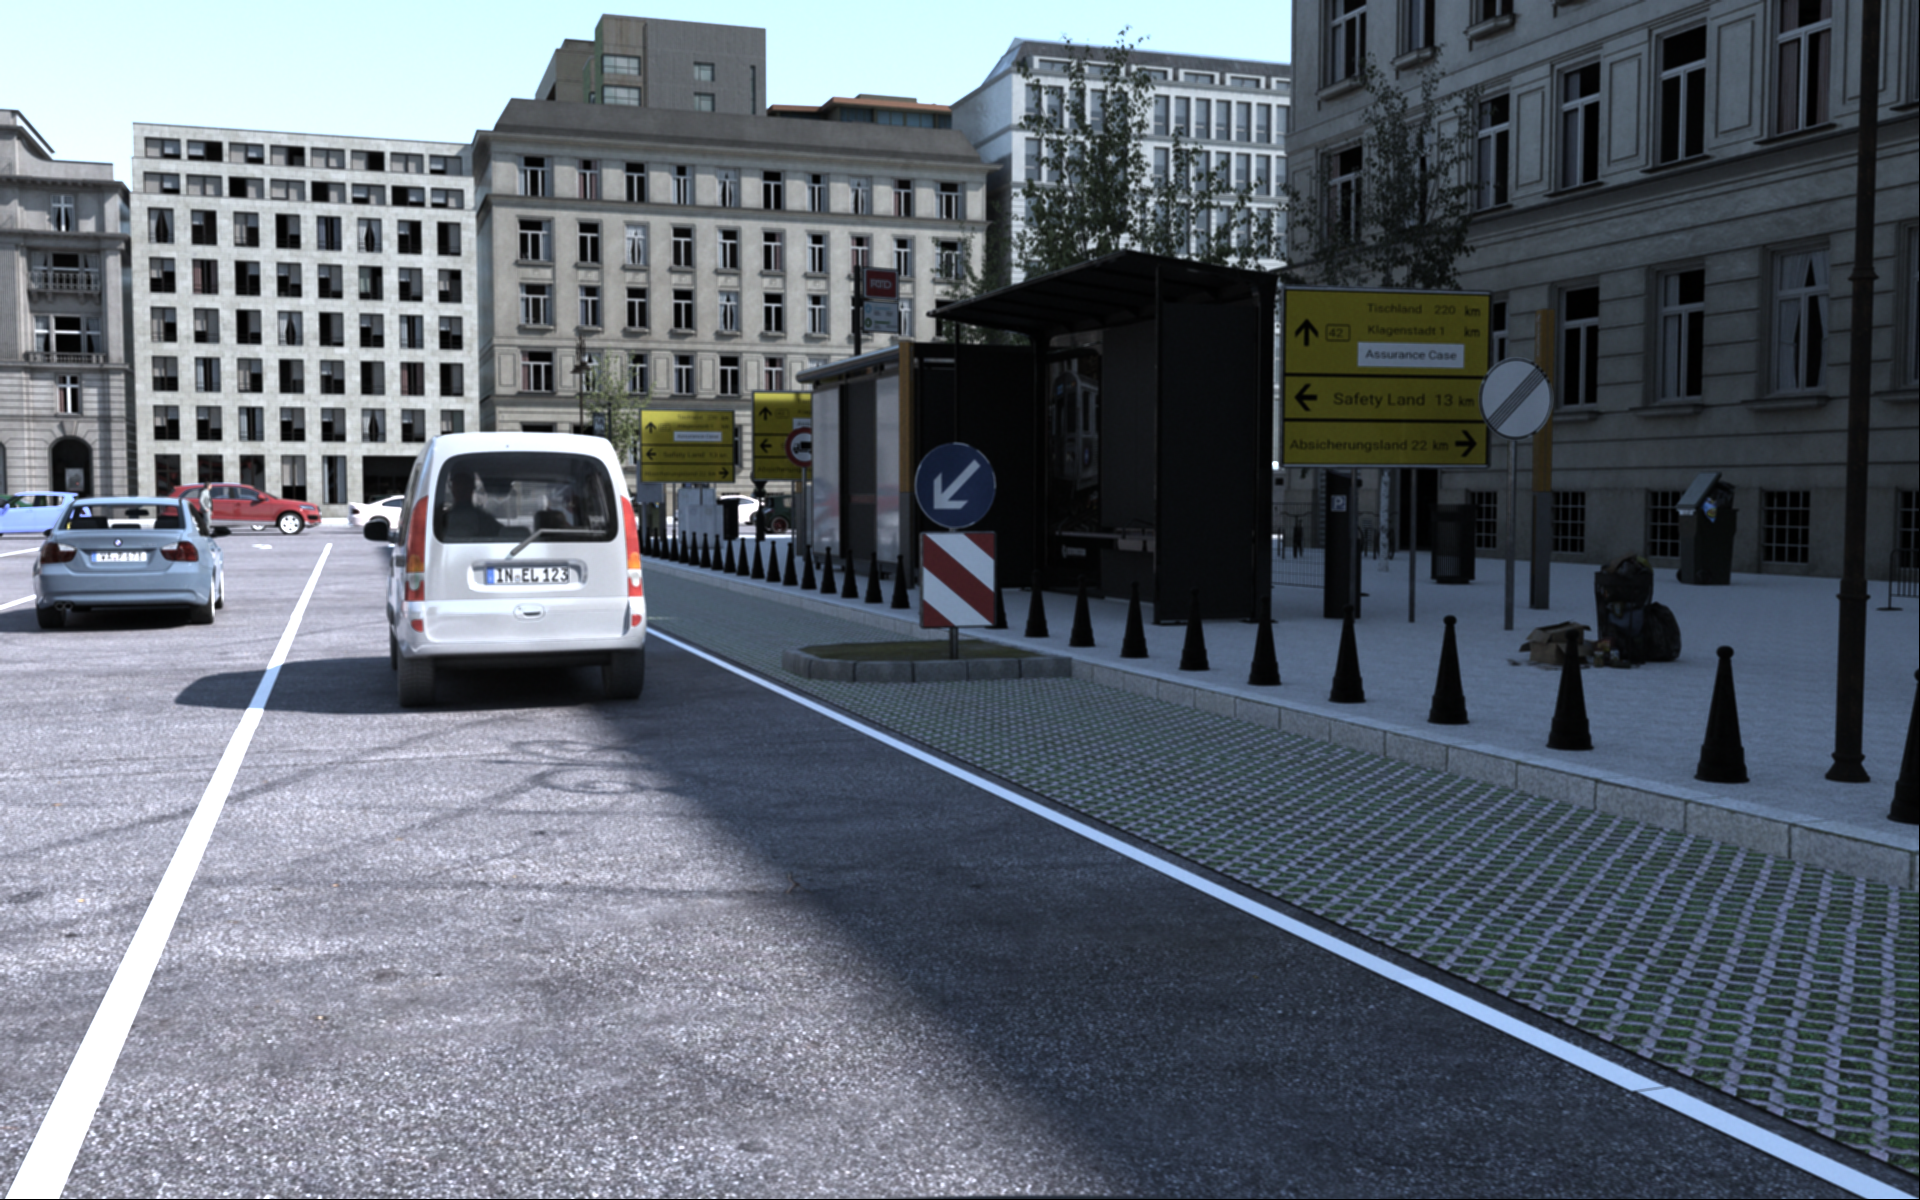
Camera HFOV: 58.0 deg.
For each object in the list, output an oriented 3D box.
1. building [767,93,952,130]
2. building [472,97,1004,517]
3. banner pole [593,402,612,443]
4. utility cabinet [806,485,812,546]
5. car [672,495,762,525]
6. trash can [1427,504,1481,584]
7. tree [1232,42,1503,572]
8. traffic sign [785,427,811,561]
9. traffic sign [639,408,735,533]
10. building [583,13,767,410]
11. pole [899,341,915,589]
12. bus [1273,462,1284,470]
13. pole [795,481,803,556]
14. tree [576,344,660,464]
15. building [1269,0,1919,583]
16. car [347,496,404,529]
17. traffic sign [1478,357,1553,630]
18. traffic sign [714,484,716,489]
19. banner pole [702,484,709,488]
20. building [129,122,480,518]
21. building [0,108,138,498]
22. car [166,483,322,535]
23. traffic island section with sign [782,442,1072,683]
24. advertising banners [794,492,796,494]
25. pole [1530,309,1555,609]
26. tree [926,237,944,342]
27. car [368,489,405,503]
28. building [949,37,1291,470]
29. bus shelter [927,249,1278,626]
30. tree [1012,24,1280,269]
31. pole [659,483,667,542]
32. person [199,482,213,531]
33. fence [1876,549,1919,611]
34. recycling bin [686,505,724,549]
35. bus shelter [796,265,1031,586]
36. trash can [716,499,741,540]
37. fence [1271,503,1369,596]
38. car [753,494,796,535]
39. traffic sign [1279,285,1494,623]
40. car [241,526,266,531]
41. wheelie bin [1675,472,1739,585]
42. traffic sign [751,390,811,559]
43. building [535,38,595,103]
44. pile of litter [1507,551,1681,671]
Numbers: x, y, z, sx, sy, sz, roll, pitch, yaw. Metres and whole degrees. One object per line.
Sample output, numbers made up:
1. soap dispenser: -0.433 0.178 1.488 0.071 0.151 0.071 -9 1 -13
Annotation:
1. building: -8.086 -32.952 193.394 28.867 44.769 22.147 -1 4 -19
2. building: -14.262 -16.646 105.453 30.059 22.955 16.112 -1 4 -19
3. banner pole: -9.618 -3.473 46.802 0.401 3.779 0.863 2 4 33
4. utility cabinet: -3.447 -2.067 42.473 1.173 1.500 0.318 2 4 26
5. car: -10.814 -4.120 79.722 4.827 1.381 2.083 -1 4 -19
6. trash can: 7.060 -0.803 24.784 0.748 1.137 0.748 0 3 0
7. tree: 6.938 -4.792 28.712 4.360 8.622 3.978 0 3 0
8. traffic sign: -2.959 -2.008 32.939 0.768 2.556 0.104 -1 4 -17
9. traffic sign: -6.498 -2.902 41.326 2.265 3.308 0.079 -1 4 -16
10. building: -25.248 -28.738 153.456 14.154 41.232 14.086 -1 4 -19
11. pole: -0.715 -1.801 23.295 0.158 3.312 0.155 0 3 0
12. bus: 9.751 -5.336 82.111 13.247 3.499 2.948 -1 4 -18
13. pole: -3.306 -2.574 35.931 0.158 3.312 0.155 0 3 0
14. tree: -17.127 -8.316 86.326 4.737 8.622 4.395 0 3 0
15. building: 19.386 -12.046 30.232 16.112 22.955 30.059 -1 4 -19
16. car: -20.227 -3.182 64.389 4.827 1.381 2.083 -1 4 -20
17. traffic sign: 5.179 -0.988 16.264 0.768 2.556 0.104 -1 4 -13
18. traffic sign: -7.169 -3.100 50.693 0.884 2.594 0.081 -1 4 -10
19. banner pole: -13.240 -6.042 88.809 0.863 3.779 0.401 0 4 6
20. building: -35.508 -14.698 95.065 16.860 20.320 10.420 -1 4 -19
21. building: -54.934 -15.095 88.606 24.055 21.916 13.314 -1 4 -19
22. car: -25.289 -3.197 60.950 5.304 1.827 2.281 -1 4 -18
23. traffic island section with sign: -0.380 -0.332 14.060 1.989 1.847 2.006 -1 4 -19
24. advertising banners: -8.371 -6.271 98.721 2.074 3.025 0.090 -1 4 -10
25. pole: 6.470 -1.554 19.245 0.158 3.312 0.155 0 3 0
26. tree: 0.938 -5.868 46.303 4.737 8.622 4.395 0 3 0
27. car: -22.322 -3.738 70.903 4.222 1.686 2.009 -1 4 -19
28. building: 15.192 -20.522 113.022 29.804 29.767 11.434 -1 4 -19
29. bus shelter: 1.393 -1.749 19.872 1.731 3.624 6.357 -1 4 -19
30. tree: 2.604 -4.726 27.641 4.737 8.622 4.395 0 3 0
31. pole: -8.013 -3.229 46.638 0.158 3.312 0.155 0 3 0
32. person: -23.572 -2.788 54.183 0.391 1.810 0.635 -1 4 -19
33. fence: 10.598 -0.172 18.194 0.278 0.683 2.069 -1 4 -19
34. recycling bin: -5.981 -1.718 40.647 0.722 1.027 0.722 0 4 6
35. bus shelter: -1.236 -3.095 28.234 2.179 5.291 8.768 -1 4 -19
36. trash can: -6.488 -2.246 48.373 0.748 1.137 0.748 0 3 0
37. fence: 4.470 -0.702 22.684 0.480 1.192 2.264 -2 4 -24
38. car: -5.369 -3.227 62.541 4.222 1.686 2.009 -1 4 -20
39. traffic sign: 4.214 -1.425 17.177 2.265 3.308 0.079 -1 4 -12
40. car: -28.698 -3.396 67.524 4.499 1.417 2.014 -1 4 -21
41. wheelie bin: 10.626 -1.023 24.637 0.693 1.594 0.980 0 4 -3
42. traffic sign: -2.976 -2.465 34.181 2.265 3.308 0.079 -1 4 -14
43. building: -33.095 -34.310 184.675 21.300 48.544 21.600 -1 4 -19
44. pile of litter: 4.835 0.042 13.286 1.719 0.858 1.176 -2 4 -27
